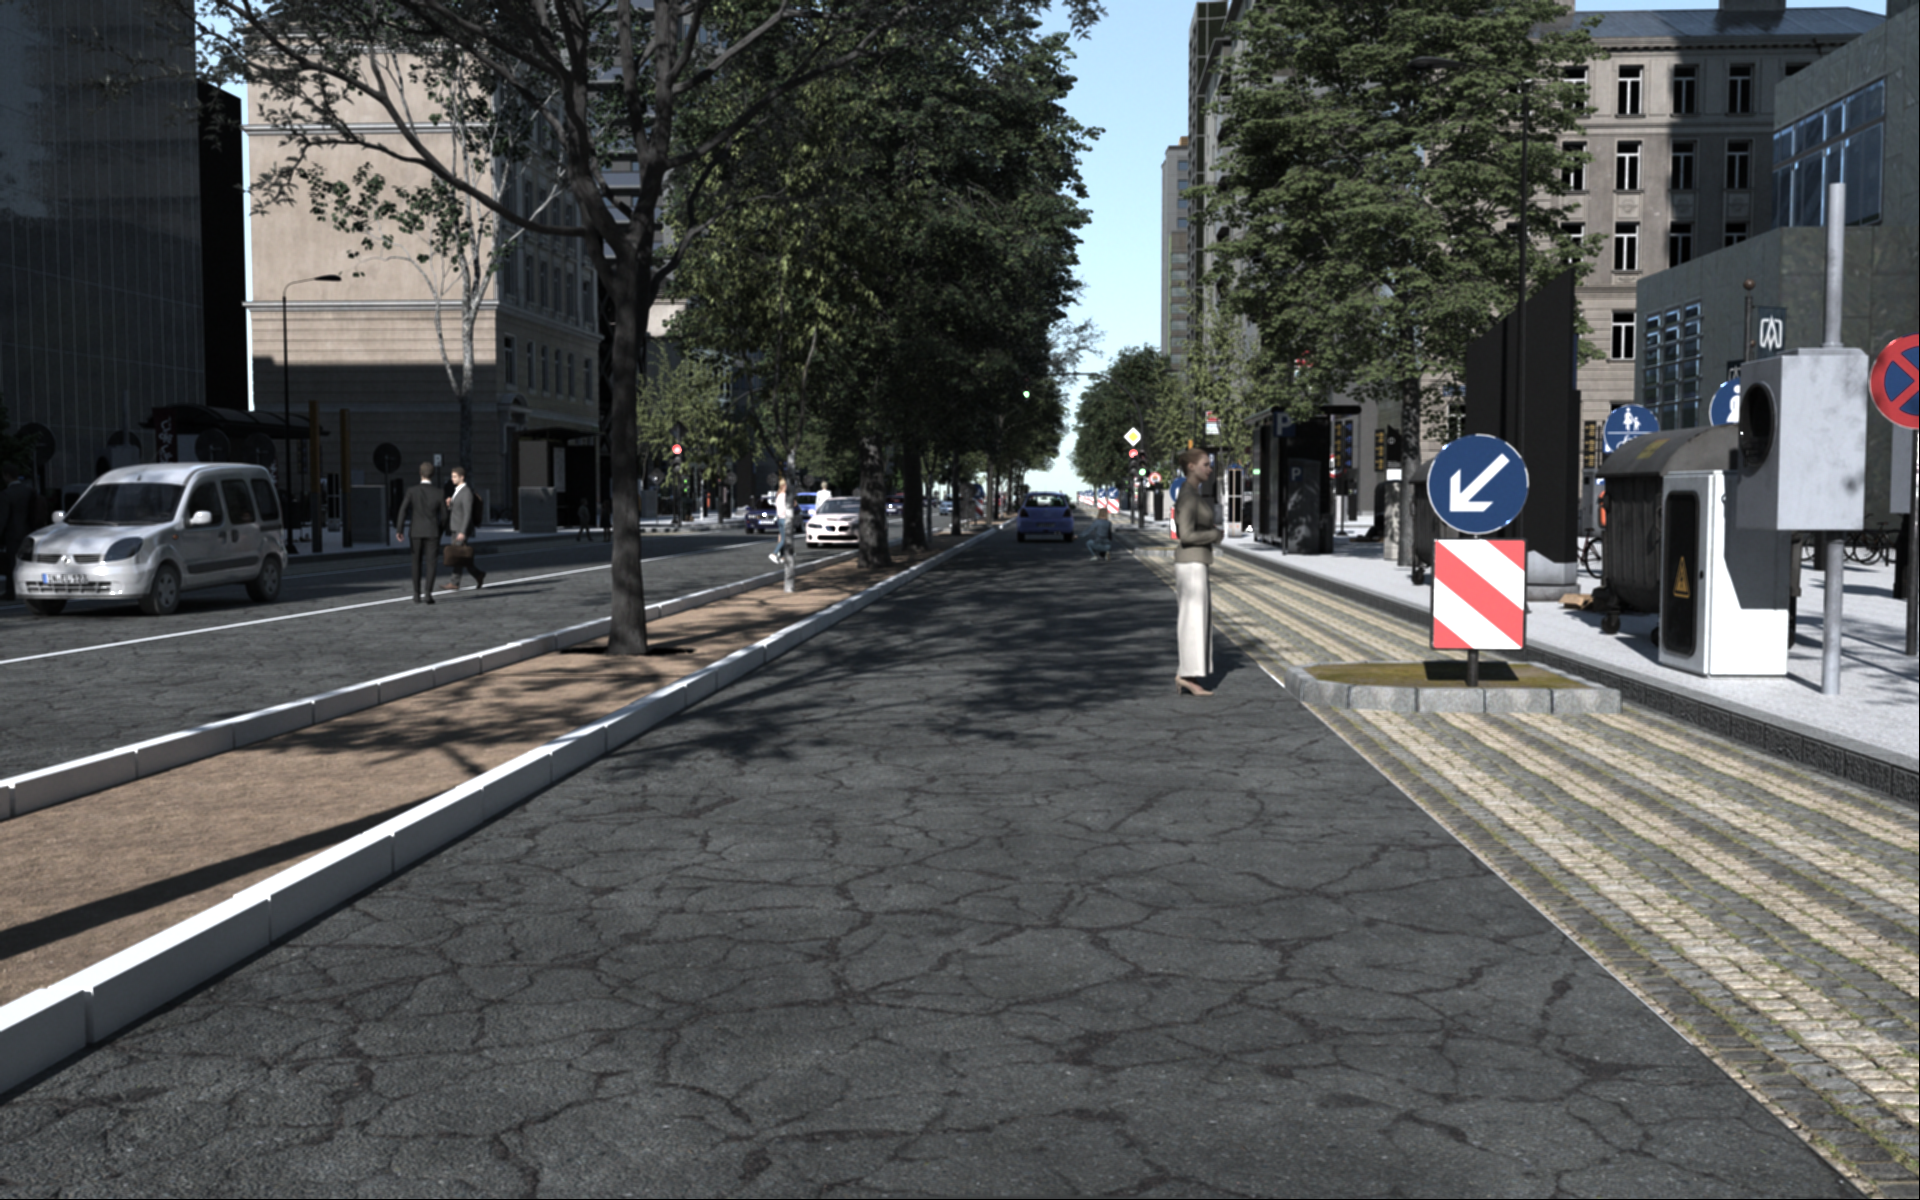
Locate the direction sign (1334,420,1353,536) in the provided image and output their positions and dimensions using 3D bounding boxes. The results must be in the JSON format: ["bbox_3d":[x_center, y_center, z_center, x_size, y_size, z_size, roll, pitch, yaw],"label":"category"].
[{"bbox_3d":[11.802,-3.755,53.386,0.379,3.537,0.876,-2,4,-24],"label":"direction sign"}]

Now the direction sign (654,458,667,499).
[{"bbox_3d":[-18.837,-7.150,108.899,0.876,3.537,0.379,-3,5,-40],"label":"direction sign"}]

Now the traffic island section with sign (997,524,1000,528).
[{"bbox_3d":[0.702,-3.973,73.100,2.006,1.907,1.989,0,4,3],"label":"traffic island section with sign"}]

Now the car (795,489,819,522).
[{"bbox_3d":[-6.922,-4.278,79.529,1.945,1.707,3.694,0,4,2],"label":"car"}]

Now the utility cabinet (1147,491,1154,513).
[{"bbox_3d":[12.682,-6.557,115.893,0.318,1.500,1.173,-1,4,-9],"label":"utility cabinet"}]

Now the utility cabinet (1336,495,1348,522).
[{"bbox_3d":[17.644,-4.209,79.977,0.306,1.237,1.020,2,4,27],"label":"utility cabinet"}]

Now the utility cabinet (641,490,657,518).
[{"bbox_3d":[-16.553,-5.107,92.174,0.318,1.500,1.173,1,4,19],"label":"utility cabinet"}]

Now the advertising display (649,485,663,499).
[{"bbox_3d":[-21.887,-7.301,124.589,0.974,1.923,0.123,-1,4,-14],"label":"advertising display"}]

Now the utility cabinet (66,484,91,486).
[{"bbox_3d":[-18.668,-1.749,37.269,1.173,1.500,0.318,1,4,22],"label":"utility cabinet"}]

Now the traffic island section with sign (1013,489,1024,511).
[{"bbox_3d":[5.157,-8.561,148.107,2.006,1.907,1.989,0,4,3],"label":"traffic island section with sign"}]

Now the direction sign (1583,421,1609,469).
[{"bbox_3d":[19.788,-3.774,53.700,0.876,3.537,0.379,1,4,18],"label":"direction sign"}]

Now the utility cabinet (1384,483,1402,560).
[{"bbox_3d":[8.832,-1.527,33.648,1.173,1.500,0.318,-1,4,-17],"label":"utility cabinet"}]

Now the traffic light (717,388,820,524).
[{"bbox_3d":[-8.121,-6.067,73.869,4.771,5.953,1.251,0,4,3],"label":"traffic light"}]

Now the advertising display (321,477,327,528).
[{"bbox_3d":[-24.253,-3.702,65.747,0.123,1.923,0.974,1,4,19],"label":"advertising display"}]

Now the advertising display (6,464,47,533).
[{"bbox_3d":[-17.363,-1.635,31.947,0.974,1.923,0.123,0,4,2],"label":"advertising display"}]

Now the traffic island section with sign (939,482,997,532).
[{"bbox_3d":[0.252,-3.521,65.707,2.006,1.907,1.989,0,4,3],"label":"traffic island section with sign"}]

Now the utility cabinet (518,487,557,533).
[{"bbox_3d":[-13.773,-2.926,56.519,1.173,1.500,0.318,-2,4,-28],"label":"utility cabinet"}]

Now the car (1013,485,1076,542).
[{"bbox_3d":[2.578,-2.646,52.852,1.945,1.707,3.694,0,4,1],"label":"car"}]

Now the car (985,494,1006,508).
[{"bbox_3d":[3.608,-10.271,176.974,2.155,1.783,4.494,0,4,1],"label":"car"}]

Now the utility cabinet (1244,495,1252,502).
[{"bbox_3d":[18.620,-6.281,113.861,0.306,1.237,1.020,-2,4,-33],"label":"utility cabinet"}]

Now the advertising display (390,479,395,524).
[{"bbox_3d":[-24.473,-4.287,75.305,0.123,1.923,0.974,0,4,8],"label":"advertising display"}]

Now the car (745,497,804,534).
[{"bbox_3d":[-6.789,-3.112,63.453,1.945,1.354,3.894,0,4,3],"label":"car"}]

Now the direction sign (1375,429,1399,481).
[{"bbox_3d":[14.894,-4.190,60.496,0.876,3.537,0.379,3,4,37],"label":"direction sign"}]

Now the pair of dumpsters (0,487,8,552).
[{"bbox_3d":[-17.928,-1.634,29.212,1.574,2.255,4.437,0,4,3],"label":"pair of dumpsters"}]

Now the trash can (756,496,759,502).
[{"bbox_3d":[-13.627,-6.293,114.541,0.748,1.137,0.748,0,3,0],"label":"trash can"}]

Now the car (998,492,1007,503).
[{"bbox_3d":[6.571,-16.827,283.799,2.281,1.827,5.304,0,4,3],"label":"car"}]

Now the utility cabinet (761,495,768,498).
[{"bbox_3d":[-12.209,-6.115,111.134,1.020,1.237,0.306,0,4,5],"label":"utility cabinet"}]

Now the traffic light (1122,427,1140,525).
[{"bbox_3d":[7.267,-5.139,72.937,0.839,4.253,0.868,0,4,3],"label":"traffic light"}]

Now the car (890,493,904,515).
[{"bbox_3d":[-3.772,-6.707,118.700,2.155,1.783,4.494,0,4,4],"label":"car"}]

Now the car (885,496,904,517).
[{"bbox_3d":[-4.089,-5.905,109.123,1.945,1.354,3.894,0,4,5],"label":"car"}]

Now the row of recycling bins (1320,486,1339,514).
[{"bbox_3d":[18.058,-4.940,87.877,3.534,1.692,1.069,-3,5,-43],"label":"row of recycling bins"}]

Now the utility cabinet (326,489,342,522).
[{"bbox_3d":[-28.277,-4.297,78.932,1.173,1.500,0.318,-3,5,-40],"label":"utility cabinet"}]

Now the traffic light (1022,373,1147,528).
[{"bbox_3d":[4.699,-5.522,64.948,4.771,5.953,1.251,0,4,3],"label":"traffic light"}]

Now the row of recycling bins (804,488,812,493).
[{"bbox_3d":[-11.442,-7.003,121.606,1.069,1.692,3.534,-2,4,-31],"label":"row of recycling bins"}]

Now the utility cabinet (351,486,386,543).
[{"bbox_3d":[-15.520,-2.240,45.303,1.173,1.500,0.318,1,4,23],"label":"utility cabinet"}]

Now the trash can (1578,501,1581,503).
[{"bbox_3d":[11.992,-1.404,34.603,0.748,1.137,0.748,0,3,0],"label":"trash can"}]

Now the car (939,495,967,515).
[{"bbox_3d":[-0.360,-6.452,117.486,2.014,1.417,4.499,0,4,5],"label":"car"}]

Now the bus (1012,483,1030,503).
[{"bbox_3d":[10.489,-18.375,295.288,2.948,3.499,13.247,0,4,4],"label":"bus"}]

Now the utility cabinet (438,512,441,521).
[{"bbox_3d":[-24.832,-4.362,82.481,0.306,1.237,1.020,0,4,-8],"label":"utility cabinet"}]

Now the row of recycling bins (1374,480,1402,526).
[{"bbox_3d":[12.591,-2.624,50.009,1.069,1.692,3.534,0,4,5],"label":"row of recycling bins"}]

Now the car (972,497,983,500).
[{"bbox_3d":[2.034,-12.822,221.636,2.014,1.417,4.499,0,4,2],"label":"car"}]

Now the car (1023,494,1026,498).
[{"bbox_3d":[10.966,-16.567,282.875,2.014,1.417,4.499,0,4,1],"label":"car"}]

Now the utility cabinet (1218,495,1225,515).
[{"bbox_3d":[15.778,-5.707,104.475,0.306,1.237,1.020,0,4,-4],"label":"utility cabinet"}]

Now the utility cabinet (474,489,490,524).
[{"bbox_3d":[-20.832,-4.023,74.461,1.173,1.500,0.318,1,4,8],"label":"utility cabinet"}]

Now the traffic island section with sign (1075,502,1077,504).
[{"bbox_3d":[14.496,-11.663,199.319,1.989,1.847,2.006,0,4,3],"label":"traffic island section with sign"}]

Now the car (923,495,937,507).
[{"bbox_3d":[-3.391,-10.591,185.736,1.945,1.354,3.894,0,4,3],"label":"car"}]

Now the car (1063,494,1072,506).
[{"bbox_3d":[9.631,-9.429,165.968,2.131,1.459,4.920,0,4,5],"label":"car"}]

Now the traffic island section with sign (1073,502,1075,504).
[{"bbox_3d":[17.769,-15.027,254.321,1.989,1.847,2.006,0,4,3],"label":"traffic island section with sign"}]

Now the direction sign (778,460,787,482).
[{"bbox_3d":[-11.856,-7.572,115.804,0.379,3.537,0.876,-3,5,-45],"label":"direction sign"}]

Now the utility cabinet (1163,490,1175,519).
[{"bbox_3d":[10.398,-4.753,86.384,0.318,1.500,1.173,-3,4,-39],"label":"utility cabinet"}]

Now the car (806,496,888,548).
[{"bbox_3d":[-3.044,-2.142,47.389,2.083,1.381,4.827,0,4,4],"label":"car"}]

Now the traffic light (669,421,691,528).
[{"bbox_3d":[-10.689,-4.714,65.986,0.839,4.253,0.868,0,4,3],"label":"traffic light"}]

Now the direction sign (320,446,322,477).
[{"bbox_3d":[-30.192,-5.461,81.278,0.876,3.537,0.379,2,4,35],"label":"direction sign"}]

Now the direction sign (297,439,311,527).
[{"bbox_3d":[-25.461,-4.593,67.086,0.379,3.537,0.876,-3,5,-42],"label":"direction sign"}]
